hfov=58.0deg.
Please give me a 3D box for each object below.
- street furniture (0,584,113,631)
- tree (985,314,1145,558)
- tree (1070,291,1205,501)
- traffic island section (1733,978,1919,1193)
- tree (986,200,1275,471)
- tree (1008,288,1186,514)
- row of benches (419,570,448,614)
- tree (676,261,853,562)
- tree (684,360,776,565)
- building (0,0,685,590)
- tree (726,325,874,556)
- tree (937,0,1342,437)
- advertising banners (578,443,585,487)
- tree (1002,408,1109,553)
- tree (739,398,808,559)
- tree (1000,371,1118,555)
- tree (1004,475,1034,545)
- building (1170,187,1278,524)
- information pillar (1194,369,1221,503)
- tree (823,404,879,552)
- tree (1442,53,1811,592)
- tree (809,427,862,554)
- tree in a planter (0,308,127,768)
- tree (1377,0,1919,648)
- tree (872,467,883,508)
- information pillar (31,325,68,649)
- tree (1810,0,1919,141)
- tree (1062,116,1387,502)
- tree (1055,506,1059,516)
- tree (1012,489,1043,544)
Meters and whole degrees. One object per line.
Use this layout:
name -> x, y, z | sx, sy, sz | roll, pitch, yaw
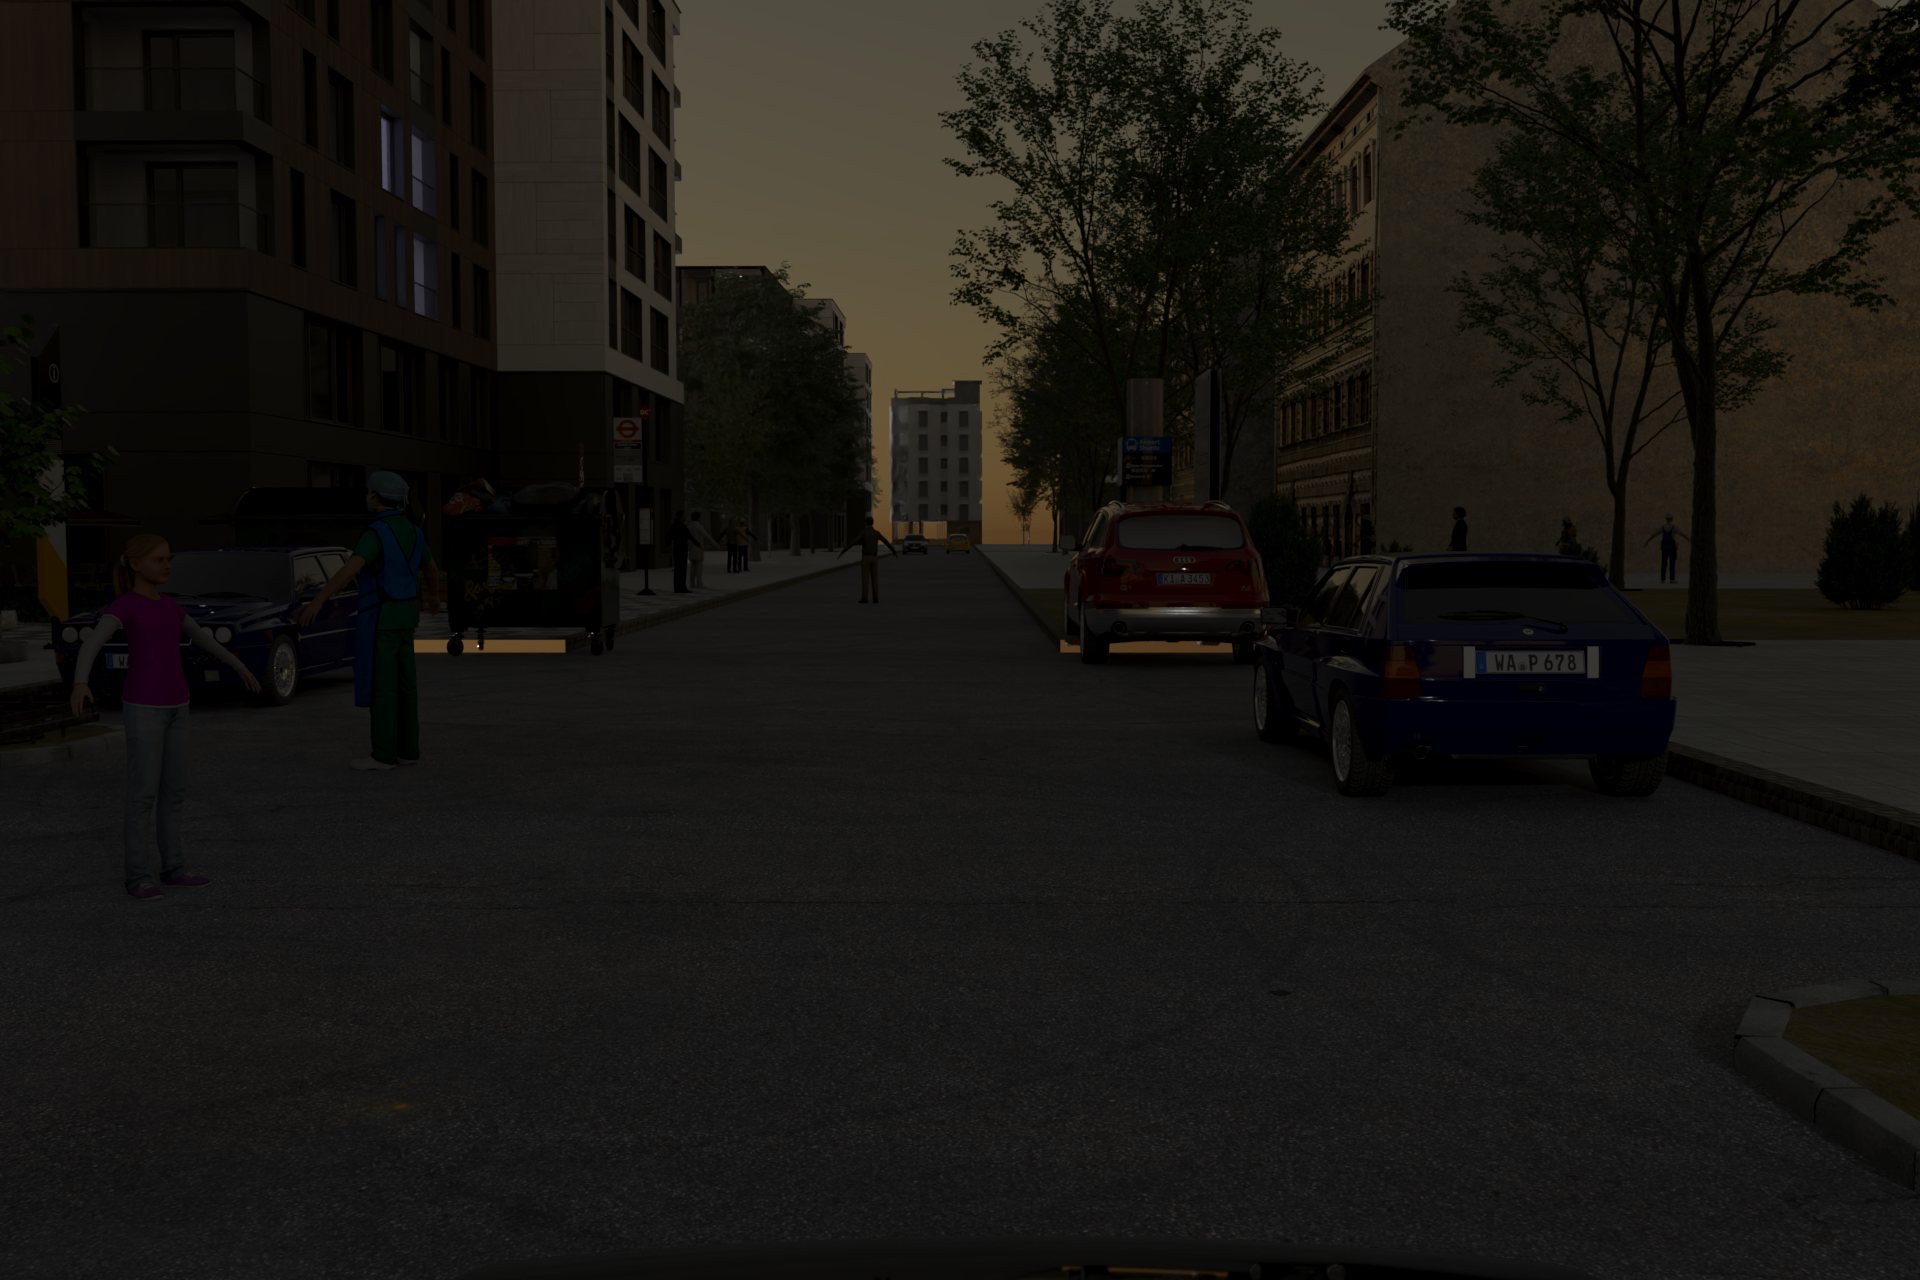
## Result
street furniture -> -14.528, -0.512, 23.997 | 5.734, 0.657, 10.072 | 1, 4, 8
tree -> 6.368, -11.049, 91.022 | 12.009, 13.543, 11.850 | 0, 3, 0
tree -> 5.594, -6.152, 50.947 | 4.737, 8.622, 4.395 | 0, 3, 0
traffic island section -> 3.069, 1.138, 4.262 | 1.991, 0.108, 1.994 | 0, 4, 0
tree -> 6.129, -9.247, 61.561 | 12.009, 13.543, 11.850 | 0, 3, 0
tree -> 5.785, -8.987, 72.698 | 9.928, 11.665, 9.643 | 0, 3, 0
row of benches -> -9.099, -0.862, 29.562 | 1.422, 0.672, 4.104 | -2, 4, -28
tree -> -9.721, -10.630, 80.453 | 9.857, 13.997, 8.962 | 0, 3, 0
tree -> -9.538, -7.462, 72.365 | 4.737, 8.622, 4.395 | 0, 3, 0
building -> -25.103, -12.738, 52.235 | 27.936, 21.610, 32.646 | 0, 4, 1
tree -> -9.730, -11.897, 101.175 | 9.857, 13.997, 8.962 | 0, 3, 0
tree -> 3.426, -6.589, 33.491 | 9.928, 11.665, 9.643 | 0, 3, 0
advertising banners -> -7.281, -2.230, 32.655 | 0.090, 3.025, 2.074 | 0, 3, 0
tree -> 6.493, -11.712, 117.251 | 9.928, 11.665, 9.643 | 0, 3, 0
tree -> -10.024, -8.496, 89.274 | 4.360, 8.622, 3.978 | 0, 3, 0
tree -> 6.131, -11.441, 105.192 | 7.486, 12.596, 7.792 | 0, 3, 0
tree -> 8.065, -16.031, 212.466 | 4.360, 8.622, 3.978 | 0, 3, 0
building -> 21.722, -15.999, 92.507 | 19.493, 23.208, 18.063 | 0, 3, 0
information pillar -> 3.626, -2.087, 25.443 | 0.184, 3.620, 1.656 | 0, 4, 1
tree -> -9.241, -12.031, 122.458 | 9.928, 11.665, 9.643 | 0, 3, 0
tree -> 14.773, -6.908, 38.708 | 9.928, 11.665, 9.643 | 0, 3, 0
tree -> -9.913, -10.885, 112.380 | 7.601, 10.594, 8.767 | 0, 4, -3
tree in a planter -> -6.634, -0.863, 11.330 | 1.991, 3.239, 1.994 | 0, 4, 1
tree -> 8.460, -5.754, 19.826 | 9.928, 11.665, 9.643 | 0, 3, 0
tree -> -13.268, -18.381, 218.652 | 7.486, 12.596, 7.792 | 0, 3, 0
information pillar -> -10.105, -1.706, 19.240 | 0.183, 3.616, 0.504 | 0, 4, 0
tree -> 8.101, -4.591, 9.473 | 7.601, 10.594, 8.767 | 0, 4, -5
tree -> 6.333, -7.107, 41.949 | 9.928, 11.665, 9.643 | 0, 3, 0
tree -> 14.418, -16.333, 217.409 | 4.360, 8.622, 3.978 | 0, 3, 0
tree -> 8.488, -16.410, 218.669 | 4.737, 8.622, 4.395 | 0, 3, 0
